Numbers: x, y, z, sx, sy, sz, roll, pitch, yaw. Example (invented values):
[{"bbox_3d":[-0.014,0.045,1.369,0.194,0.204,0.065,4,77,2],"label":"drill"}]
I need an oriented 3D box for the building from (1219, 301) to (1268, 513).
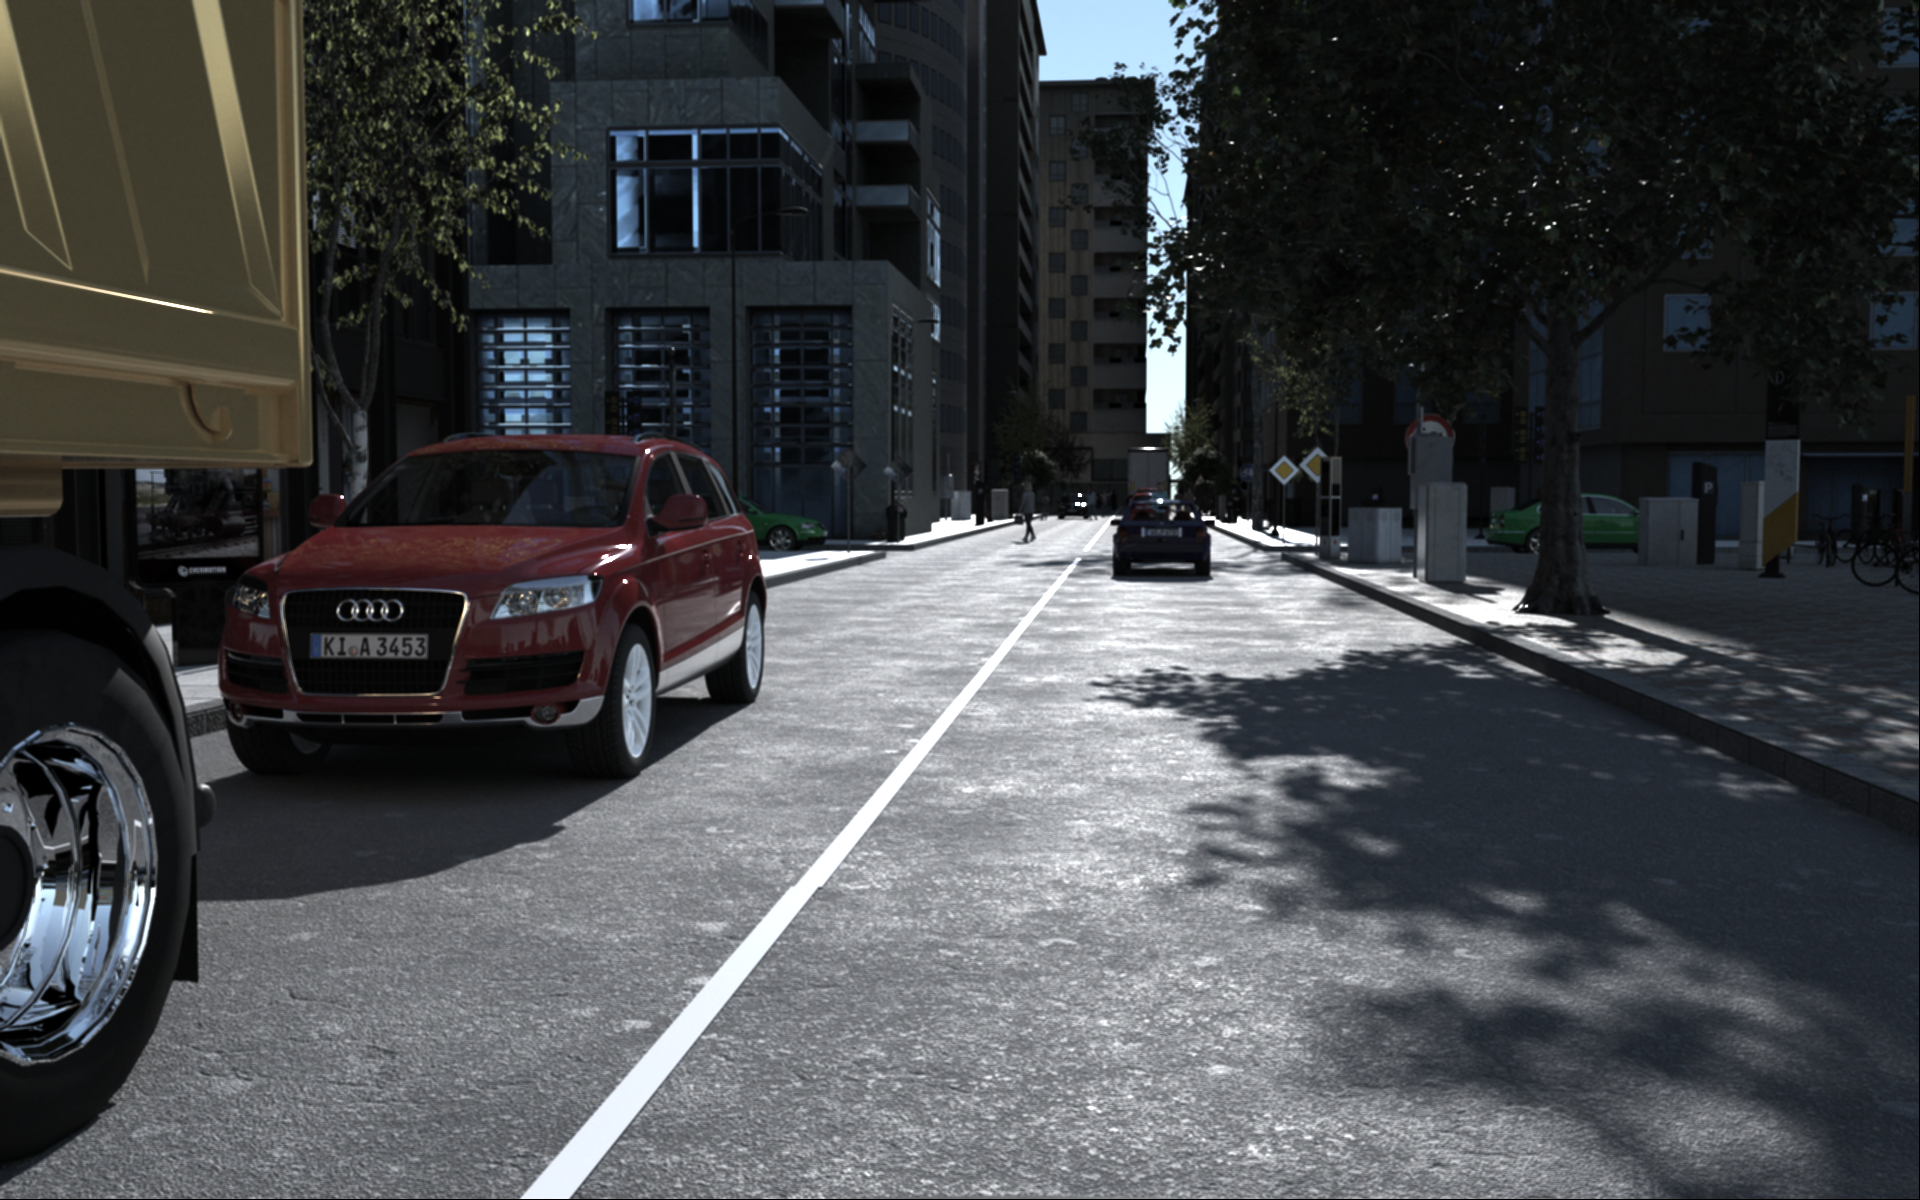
[{"bbox_3d":[34.580,-17.586,132.572,27.650,21.520,28.899,0,4,6],"label":"building"}]

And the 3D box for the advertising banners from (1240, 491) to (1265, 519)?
[{"bbox_3d":[15.103,-5.573,87.302,2.074,3.025,0.090,2,4,31],"label":"advertising banners"}]

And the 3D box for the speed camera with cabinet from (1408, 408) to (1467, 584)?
[{"bbox_3d":[7.089,-1.918,25.691,0.660,3.252,2.038,0,4,7],"label":"speed camera with cabinet"}]

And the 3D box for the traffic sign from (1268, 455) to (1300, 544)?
[{"bbox_3d":[8.282,-2.487,44.301,0.795,2.450,0.064,0,4,6],"label":"traffic sign"}]

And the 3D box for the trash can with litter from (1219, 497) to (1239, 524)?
[{"bbox_3d":[11.686,-3.921,75.490,0.624,1.170,1.055,-2,4,-28],"label":"trash can with litter"}]

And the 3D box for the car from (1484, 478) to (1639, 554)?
[{"bbox_3d":[14.466,-1.880,39.541,4.718,1.807,1.959,0,4,5],"label":"car"}]

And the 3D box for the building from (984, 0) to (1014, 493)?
[{"bbox_3d":[-6.379,-42.327,130.299,20.563,71.187,20.611,0,4,6],"label":"building"}]

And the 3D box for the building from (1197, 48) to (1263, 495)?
[{"bbox_3d":[35.712,-33.964,179.006,21.300,48.544,21.600,0,4,6],"label":"building"}]

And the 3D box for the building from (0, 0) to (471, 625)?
[{"bbox_3d":[-13.783,-11.430,16.564,12.332,23.373,15.834,0,4,6],"label":"building"}]

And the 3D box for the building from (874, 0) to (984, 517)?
[{"bbox_3d":[-10.225,-34.153,100.400,21.231,58.520,28.212,0,4,6],"label":"building"}]

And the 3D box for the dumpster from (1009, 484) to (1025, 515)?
[{"bbox_3d":[3.398,-5.720,99.282,1.264,1.857,1.865,0,4,6],"label":"dumpster"}]

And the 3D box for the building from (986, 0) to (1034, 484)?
[{"bbox_3d":[-4.806,-32.312,152.004,21.300,48.544,21.600,0,4,6],"label":"building"}]

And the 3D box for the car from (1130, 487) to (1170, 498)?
[{"bbox_3d":[10.937,-5.551,99.425,2.281,1.827,5.304,0,4,5],"label":"car"}]

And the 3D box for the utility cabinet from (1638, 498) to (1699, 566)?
[{"bbox_3d":[12.688,-1.215,31.023,1.020,1.237,0.306,-1,4,-12],"label":"utility cabinet"}]

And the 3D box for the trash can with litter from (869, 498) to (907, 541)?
[{"bbox_3d":[-1.986,-2.213,47.562,1.055,1.170,0.624,1,4,17],"label":"trash can with litter"}]

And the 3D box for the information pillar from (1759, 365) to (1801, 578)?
[{"bbox_3d":[12.535,-2.146,26.437,0.504,3.616,0.183,3,5,40],"label":"information pillar"}]

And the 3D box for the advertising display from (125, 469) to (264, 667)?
[{"bbox_3d":[-5.719,-0.475,12.978,0.123,1.923,0.974,3,5,44],"label":"advertising display"}]

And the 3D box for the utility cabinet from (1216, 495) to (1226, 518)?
[{"bbox_3d":[13.793,-4.914,91.505,0.306,1.237,1.020,1,4,23],"label":"utility cabinet"}]

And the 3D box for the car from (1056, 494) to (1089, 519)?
[{"bbox_3d":[6.628,-5.570,100.853,2.009,1.686,4.222,0,4,6],"label":"car"}]

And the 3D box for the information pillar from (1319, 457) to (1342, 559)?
[{"bbox_3d":[7.300,-1.814,34.144,0.304,2.012,0.304,-2,4,-33],"label":"information pillar"}]

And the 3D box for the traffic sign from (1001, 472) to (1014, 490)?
[{"bbox_3d":[2.691,-5.963,97.606,0.768,2.556,0.104,1,4,11],"label":"traffic sign"}]

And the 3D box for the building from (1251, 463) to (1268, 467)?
[{"bbox_3d":[29.916,-29.485,101.693,23.786,49.044,30.456,0,4,6],"label":"building"}]

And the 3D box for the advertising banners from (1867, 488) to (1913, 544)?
[{"bbox_3d":[24.118,-2.946,44.363,0.090,3.025,2.074,-3,5,-41],"label":"advertising banners"}]

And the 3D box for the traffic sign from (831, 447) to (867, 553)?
[{"bbox_3d":[-2.402,-2.062,37.355,0.795,2.450,0.064,0,4,6],"label":"traffic sign"}]

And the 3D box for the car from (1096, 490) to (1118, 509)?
[{"bbox_3d":[14.587,-9.998,172.142,2.281,1.827,5.304,0,4,4],"label":"car"}]

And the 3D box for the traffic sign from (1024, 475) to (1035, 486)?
[{"bbox_3d":[4.513,-6.900,112.916,0.768,2.556,0.104,0,4,7],"label":"traffic sign"}]

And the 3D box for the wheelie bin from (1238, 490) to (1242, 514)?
[{"bbox_3d":[16.875,-5.986,105.771,0.980,1.594,0.693,-3,5,-43],"label":"wheelie bin"}]

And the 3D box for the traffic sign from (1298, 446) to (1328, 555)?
[{"bbox_3d":[7.492,-2.001,36.355,0.795,2.450,0.064,0,4,6],"label":"traffic sign"}]

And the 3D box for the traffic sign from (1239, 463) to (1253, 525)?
[{"bbox_3d":[11.905,-4.368,71.527,0.768,2.556,0.104,1,4,9],"label":"traffic sign"}]

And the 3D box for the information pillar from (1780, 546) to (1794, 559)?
[{"bbox_3d":[16.378,-1.827,34.360,0.304,2.012,0.304,3,4,37],"label":"information pillar"}]

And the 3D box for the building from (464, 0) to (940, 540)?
[{"bbox_3d":[-11.559,-45.828,61.957,22.319,86.520,31.000,0,4,6],"label":"building"}]

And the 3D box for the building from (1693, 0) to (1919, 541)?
[{"bbox_3d":[25.874,-24.616,52.582,14.200,45.320,14.600,0,4,6],"label":"building"}]

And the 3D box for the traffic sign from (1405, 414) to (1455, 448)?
[{"bbox_3d":[7.452,-1.678,27.542,0.768,2.556,0.104,0,4,6],"label":"traffic sign"}]

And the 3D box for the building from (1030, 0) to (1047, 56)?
[{"bbox_3d":[-5.504,-36.129,179.939,27.495,52.752,28.713,0,4,6],"label":"building"}]

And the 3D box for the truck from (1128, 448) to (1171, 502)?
[{"bbox_3d":[12.211,-7.523,111.912,2.839,4.237,11.283,0,4,7],"label":"truck"}]

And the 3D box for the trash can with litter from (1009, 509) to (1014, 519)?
[{"bbox_3d":[2.242,-4.675,87.824,1.055,1.170,0.624,2,4,34],"label":"trash can with litter"}]

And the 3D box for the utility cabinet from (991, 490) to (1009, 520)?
[{"bbox_3d":[1.922,-4.724,85.908,0.318,1.500,1.173,-3,4,-38],"label":"utility cabinet"}]

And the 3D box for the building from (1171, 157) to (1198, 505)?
[{"bbox_3d":[40.565,-34.200,213.793,28.867,44.769,22.147,0,4,6],"label":"building"}]

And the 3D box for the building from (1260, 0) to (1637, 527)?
[{"bbox_3d":[20.233,-25.825,72.346,14.600,45.320,14.200,0,4,6],"label":"building"}]

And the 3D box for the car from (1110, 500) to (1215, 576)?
[{"bbox_3d":[3.717,-1.175,31.800,1.945,1.354,3.894,0,4,7],"label":"car"}]

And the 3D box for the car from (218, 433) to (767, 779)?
[{"bbox_3d":[-2.510,-0.110,10.468,2.281,1.827,5.304,0,4,4],"label":"car"}]

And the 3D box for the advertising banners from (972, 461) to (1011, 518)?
[{"bbox_3d":[1.638,-5.802,91.055,2.074,3.025,0.090,0,4,-4],"label":"advertising banners"}]

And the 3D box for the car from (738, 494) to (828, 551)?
[{"bbox_3d":[-5.606,-2.052,42.352,4.718,1.807,1.959,0,4,4],"label":"car"}]

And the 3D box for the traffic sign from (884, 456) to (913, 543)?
[{"bbox_3d":[-1.611,-2.548,45.301,0.795,2.450,0.064,0,4,6],"label":"traffic sign"}]

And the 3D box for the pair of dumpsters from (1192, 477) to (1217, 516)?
[{"bbox_3d":[14.549,-6.105,102.309,1.574,2.255,4.437,0,4,6],"label":"pair of dumpsters"}]

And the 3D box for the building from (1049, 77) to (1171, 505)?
[{"bbox_3d":[12.948,-38.616,220.613,27.495,52.752,28.713,0,4,6],"label":"building"}]

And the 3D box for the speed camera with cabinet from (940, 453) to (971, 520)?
[{"bbox_3d":[-0.286,-5.542,84.947,0.660,3.252,2.038,3,5,39],"label":"speed camera with cabinet"}]

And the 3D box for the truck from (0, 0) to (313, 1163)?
[{"bbox_3d":[-3.553,-0.266,0.272,3.469,3.379,9.791,0,4,6],"label":"truck"}]

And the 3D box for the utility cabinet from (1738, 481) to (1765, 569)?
[{"bbox_3d":[13.624,-1.274,29.503,0.318,1.500,1.173,3,5,43],"label":"utility cabinet"}]

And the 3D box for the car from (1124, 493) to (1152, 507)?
[{"bbox_3d":[8.260,-4.085,75.829,2.155,1.783,4.494,0,4,7],"label":"car"}]

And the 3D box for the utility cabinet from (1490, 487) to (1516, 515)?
[{"bbox_3d":[16.590,-2.706,52.923,0.318,1.500,1.173,0,4,-5],"label":"utility cabinet"}]

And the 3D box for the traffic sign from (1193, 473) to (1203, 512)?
[{"bbox_3d":[14.990,-6.602,107.951,0.884,2.594,0.081,0,4,8],"label":"traffic sign"}]
